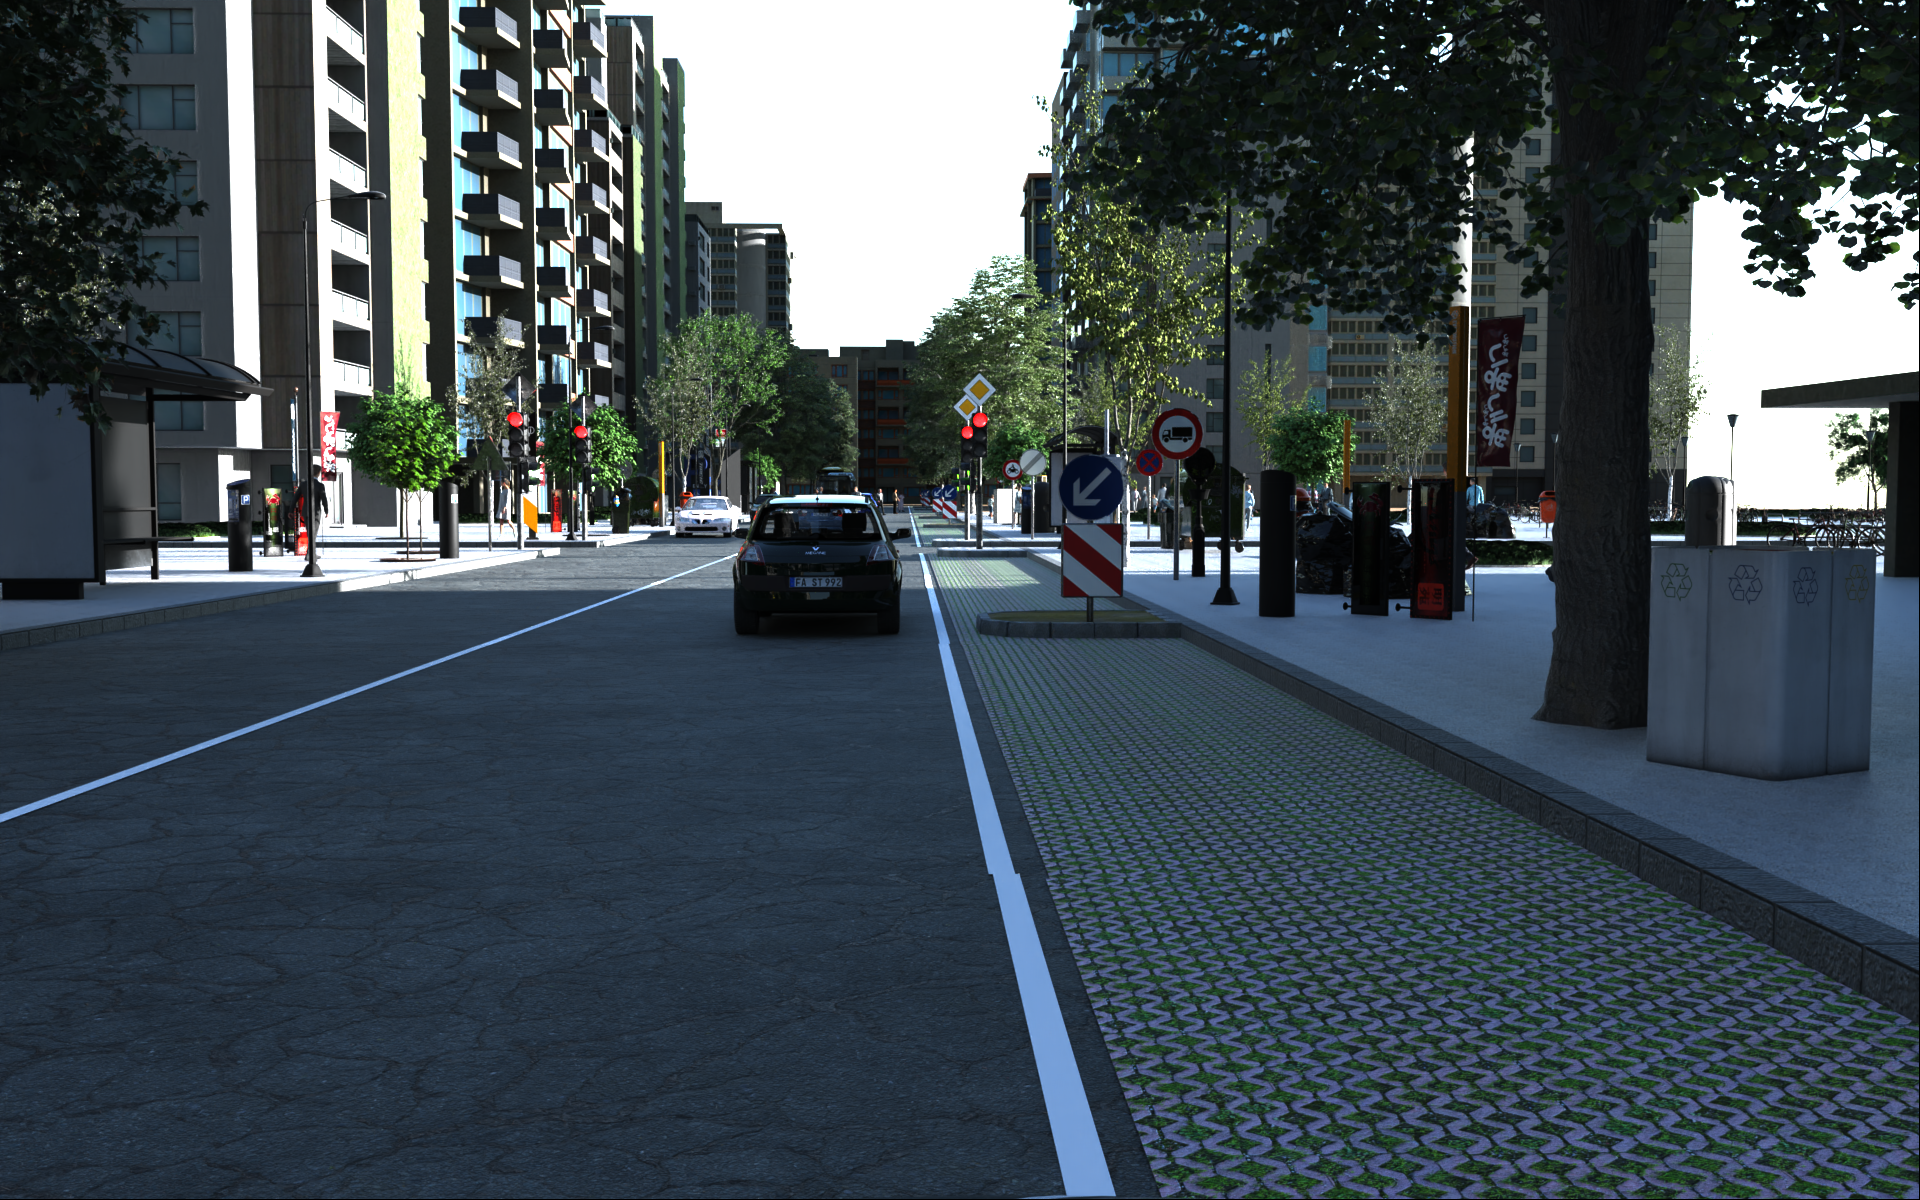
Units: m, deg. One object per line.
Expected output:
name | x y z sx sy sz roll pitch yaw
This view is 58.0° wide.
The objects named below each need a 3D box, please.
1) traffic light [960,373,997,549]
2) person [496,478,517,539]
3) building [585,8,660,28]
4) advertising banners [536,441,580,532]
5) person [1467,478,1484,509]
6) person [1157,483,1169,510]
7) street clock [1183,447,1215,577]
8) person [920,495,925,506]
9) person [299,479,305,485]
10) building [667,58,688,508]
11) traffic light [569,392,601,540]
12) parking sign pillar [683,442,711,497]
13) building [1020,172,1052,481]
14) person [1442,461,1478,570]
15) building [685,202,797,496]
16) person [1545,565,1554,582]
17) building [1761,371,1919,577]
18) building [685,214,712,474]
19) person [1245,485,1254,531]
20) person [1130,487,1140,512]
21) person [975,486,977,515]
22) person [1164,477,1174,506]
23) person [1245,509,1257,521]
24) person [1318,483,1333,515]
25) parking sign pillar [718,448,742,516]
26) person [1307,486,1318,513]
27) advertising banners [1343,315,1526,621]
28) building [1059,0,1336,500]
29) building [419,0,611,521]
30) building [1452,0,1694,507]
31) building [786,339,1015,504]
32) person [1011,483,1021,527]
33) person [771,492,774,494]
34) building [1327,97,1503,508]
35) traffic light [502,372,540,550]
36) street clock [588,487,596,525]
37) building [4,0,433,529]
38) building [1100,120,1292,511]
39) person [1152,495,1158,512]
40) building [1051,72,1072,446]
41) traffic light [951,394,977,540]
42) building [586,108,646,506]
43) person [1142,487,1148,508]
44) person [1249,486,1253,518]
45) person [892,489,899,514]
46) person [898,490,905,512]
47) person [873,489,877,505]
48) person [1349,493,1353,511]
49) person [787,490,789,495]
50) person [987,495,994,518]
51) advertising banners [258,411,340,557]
traffic light | 0.433 -3.137 40.209 0.839 4.253 0.868 0 4 -2
person | -12.916 -2.597 49.253 0.466 1.731 0.760 1 4 19
building | -32.483 -28.128 143.483 14.154 41.232 14.086 0 4 -2
advertising banners | -13.503 -3.777 57.941 0.090 3.025 2.074 2 4 33
person | 17.944 -3.341 60.530 0.638 1.841 0.748 2 4 27
person | 10.262 -4.971 87.171 0.661 1.843 0.795 0 4 1
street clock | 3.705 -1.364 26.865 0.471 2.002 0.358 0 4 0
person | -4.095 -11.254 193.039 0.617 1.759 0.750 1 4 10
person | -21.665 -3.114 57.304 0.623 1.781 0.721 1 4 21
building | -32.754 -28.988 157.541 14.154 41.232 14.086 0 4 -2
traffic light | -10.374 -3.604 47.842 0.839 4.253 0.868 0 4 -2
parking sign pillar | -12.813 -5.868 84.416 1.447 3.967 1.447 0 4 1
building | 21.105 -35.101 228.528 28.867 44.769 22.147 0 4 -2
person | 8.316 -1.419 29.150 0.836 1.842 0.656 0 4 -7
building | -34.480 -33.093 232.951 23.993 40.220 32.217 0 4 -2
person | 8.808 -1.136 24.718 0.850 1.850 0.679 2 4 29
building | 24.410 -21.945 13.426 22.147 44.769 28.867 0 4 -2
building | -33.262 -24.994 180.354 14.107 30.474 14.160 0 4 -2
person | 10.024 -3.219 60.477 0.589 1.601 0.330 3 5 39
person | 12.043 -6.905 119.209 0.678 1.792 0.850 0 4 -7
person | 1.124 -6.121 106.537 0.534 1.772 0.576 -1 4 -11
person | 6.772 -2.802 52.080 1.509 1.804 0.699 3 5 42
person | 13.465 -4.269 81.332 0.738 1.151 1.012 -1 4 -12
person | 15.448 -4.103 73.299 0.590 1.801 0.661 -3 5 -43
parking sign pillar | -13.542 -6.918 101.581 1.447 3.967 1.447 -2 4 -35
person | 13.431 -3.631 66.242 0.643 1.720 0.563 -3 5 -41
advertising banners | 4.823 -1.318 17.736 0.090 3.025 2.074 -3 5 -41
building | 20.907 -32.982 158.871 23.786 49.044 30.456 0 4 -2
building | -31.428 -26.863 93.827 22.147 44.769 28.867 0 4 -2
building | 61.245 -45.290 178.745 20.611 71.187 20.563 0 4 -2
building | -7.872 -23.652 231.746 28.899 21.520 27.650 0 4 -2
person | 2.307 -3.691 67.402 0.512 1.701 0.522 -3 5 -40
person | -20.347 -11.162 189.329 1.217 1.735 0.721 1 4 14
building | 38.745 -29.438 173.194 23.993 40.220 32.217 0 4 -2
traffic light | -10.122 -3.116 39.861 0.839 4.253 0.868 0 4 -2
street clock | -15.197 -4.091 71.463 0.358 2.002 0.471 -1 4 -20
building | -28.973 -23.302 64.576 14.154 41.232 14.086 0 4 -2
building | 17.849 -22.348 137.091 14.160 30.474 14.107 0 4 -2
person | 11.843 -5.784 105.300 0.352 1.250 0.332 -1 4 -15
building | 17.022 -32.480 181.160 14.600 45.320 14.200 0 4 -2
traffic light | 0.181 -3.625 48.190 0.839 4.253 0.868 0 4 -2
building | -31.682 -21.881 129.452 14.160 30.474 14.107 0 4 -2
person | 13.128 -7.112 122.493 0.590 1.801 0.661 2 4 33
person | 15.430 -5.263 92.522 0.576 1.772 0.534 1 4 21
person | -4.698 -7.184 125.965 0.705 1.823 1.348 -1 4 -20
person | -4.811 -8.029 140.438 0.551 1.740 0.621 -3 5 -45
person | -6.792 -7.995 139.230 1.348 1.823 0.705 2 4 26
person | 11.143 -2.494 48.627 0.589 1.601 0.330 0 4 -5
person | -18.842 -11.133 188.787 0.721 1.735 1.217 -1 4 -17
person | 1.624 -4.914 91.074 0.352 1.250 0.332 -2 4 -32
advertising banners | -13.694 -2.435 36.008 0.090 3.025 2.074 2 4 30
